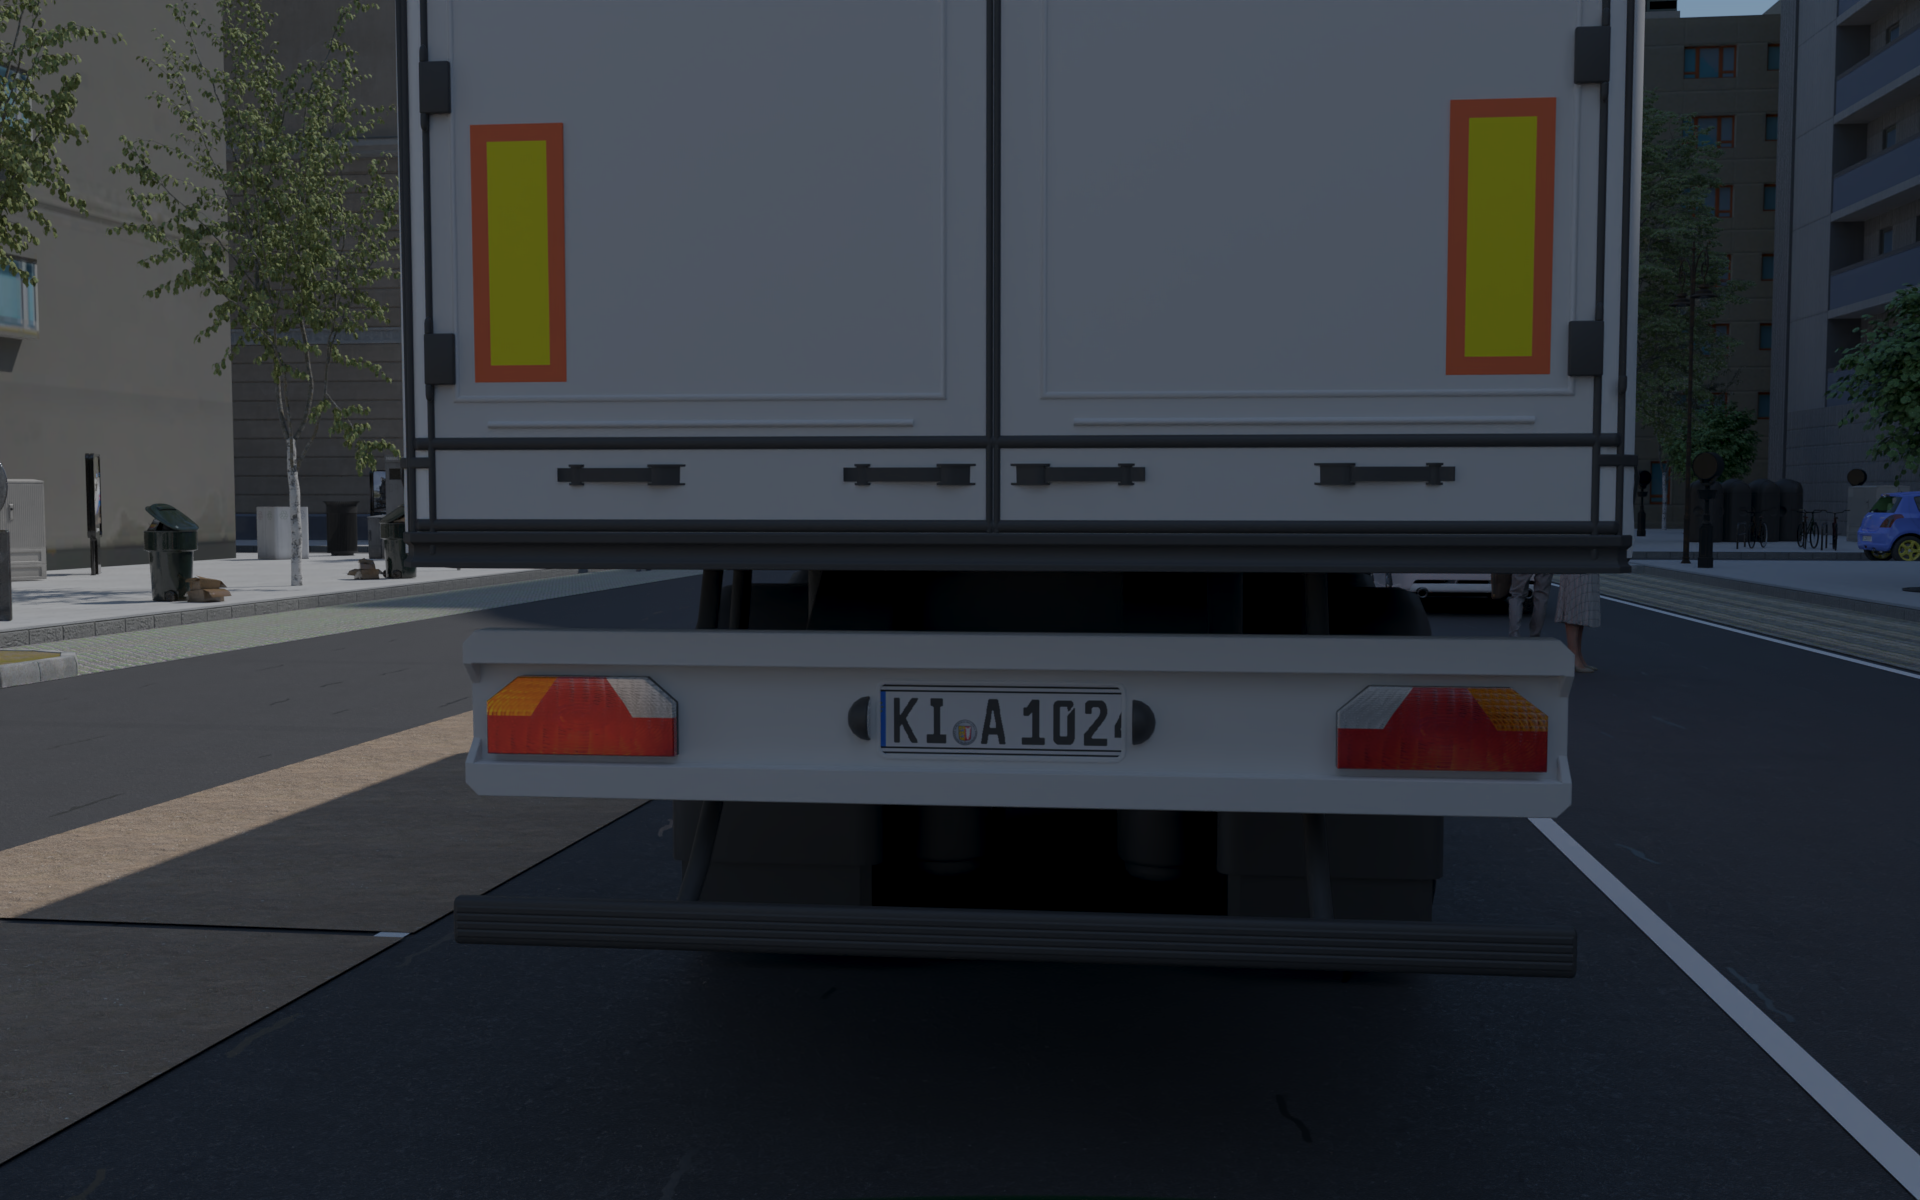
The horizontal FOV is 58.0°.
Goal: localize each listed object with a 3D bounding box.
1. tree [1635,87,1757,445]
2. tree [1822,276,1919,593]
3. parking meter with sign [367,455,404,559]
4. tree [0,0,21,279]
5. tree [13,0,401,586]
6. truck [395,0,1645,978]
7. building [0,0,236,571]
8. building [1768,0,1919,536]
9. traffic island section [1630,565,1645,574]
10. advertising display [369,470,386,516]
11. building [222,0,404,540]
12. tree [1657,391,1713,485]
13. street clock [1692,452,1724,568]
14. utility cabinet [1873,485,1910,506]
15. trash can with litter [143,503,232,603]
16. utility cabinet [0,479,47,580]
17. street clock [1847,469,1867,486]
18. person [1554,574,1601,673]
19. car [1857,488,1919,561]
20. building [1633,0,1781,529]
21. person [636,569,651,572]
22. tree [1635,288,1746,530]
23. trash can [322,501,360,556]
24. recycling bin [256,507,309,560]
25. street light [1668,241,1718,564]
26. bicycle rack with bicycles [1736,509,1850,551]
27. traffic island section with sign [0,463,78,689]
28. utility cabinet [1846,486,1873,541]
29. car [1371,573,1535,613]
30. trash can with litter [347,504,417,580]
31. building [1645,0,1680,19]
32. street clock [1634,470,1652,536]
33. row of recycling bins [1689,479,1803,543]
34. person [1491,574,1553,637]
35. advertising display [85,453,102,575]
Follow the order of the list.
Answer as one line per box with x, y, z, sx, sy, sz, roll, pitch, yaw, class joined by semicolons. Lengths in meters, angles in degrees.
16.962;-7.793;45.535;7.486;12.596;7.792;0;3;0;tree
13.141;-2.381;22.648;4.285;4.588;4.351;0;3;0;tree
-10.867;-2.306;33.958;1.738;3.016;0.543;2;4;25;parking meter with sign
-10.988;-4.169;18.518;4.737;8.622;4.395;0;3;0;tree
-9.265;-4.488;23.749;4.737;8.622;4.395;0;3;0;tree
0.707;-1.219;8.848;2.839;4.237;11.283;0;4;7;truck
-26.314;-24.485;24.035;21.600;48.544;21.300;0;4;8;building
40.543;-30.915;47.452;28.212;58.520;21.231;0;4;8;building
11.464;-0.629;32.572;2.009;0.180;2.903;0;4;8;traffic island section
-15.387;-2.515;46.340;0.123;1.923;0.974;2;4;25;advertising display
-14.901;-16.558;56.627;13.634;28.700;20.117;0;4;8;building
23.940;-4.375;55.244;4.285;4.588;4.351;0;3;0;tree
12.946;-1.557;30.020;0.358;2.002;0.471;-3;4;-38;street clock
23.530;-2.142;43.694;0.318;1.500;1.173;0;4;4;utility cabinet
-9.221;-0.572;20.743;1.055;1.170;0.624;1;4;19;trash can with litter
-14.008;-1.015;25.278;0.318;1.500;1.173;2;4;34;utility cabinet
25.698;-2.757;49.655;0.471;2.002;0.358;3;5;44;street clock
5.079;-0.298;13.937;0.524;1.755;0.480;2;4;31;person
20.531;-1.587;35.534;3.694;1.707;1.945;0;4;7;car
36.518;-14.144;76.302;27.650;21.520;28.899;0;4;8;building
-5.909;-1.410;31.982;0.576;1.772;0.534;-1;4;-11;person
24.985;-6.763;60.931;4.360;8.622;3.978;0;3;0;tree
-12.877;-1.494;36.087;0.748;1.137;0.748;0;3;0;trash can
-13.342;-1.319;34.123;0.722;1.027;0.722;3;4;38;recycling bin
13.413;-3.611;31.826;0.468;5.910;1.993;0;4;8;street light
19.486;-1.670;40.685;2.852;0.926;2.925;2;4;31;bicycle rack with bicycles
-7.984;-0.282;13.247;1.989;1.847;2.006;0;4;8;traffic island section with sign
24.113;-2.281;45.970;0.318;1.500;1.173;-1;4;-16;utility cabinet
6.339;-0.609;22.322;2.083;1.381;4.827;1;4;9;car
-8.656;-0.902;26.142;1.055;1.170;0.624;-3;5;-40;trash can with litter
34.725;-20.446;105.991;14.160;30.474;14.107;0;4;8;building
20.637;-2.926;52.404;0.471;2.002;0.358;-1;4;-16;street clock
21.125;-2.408;46.480;3.534;1.692;1.069;-1;4;-19;row of recycling bins
5.073;-0.411;15.347;0.709;1.813;0.853;1;4;20;person
-13.829;-1.373;27.668;0.123;1.923;0.974;-1;4;-21;advertising display
